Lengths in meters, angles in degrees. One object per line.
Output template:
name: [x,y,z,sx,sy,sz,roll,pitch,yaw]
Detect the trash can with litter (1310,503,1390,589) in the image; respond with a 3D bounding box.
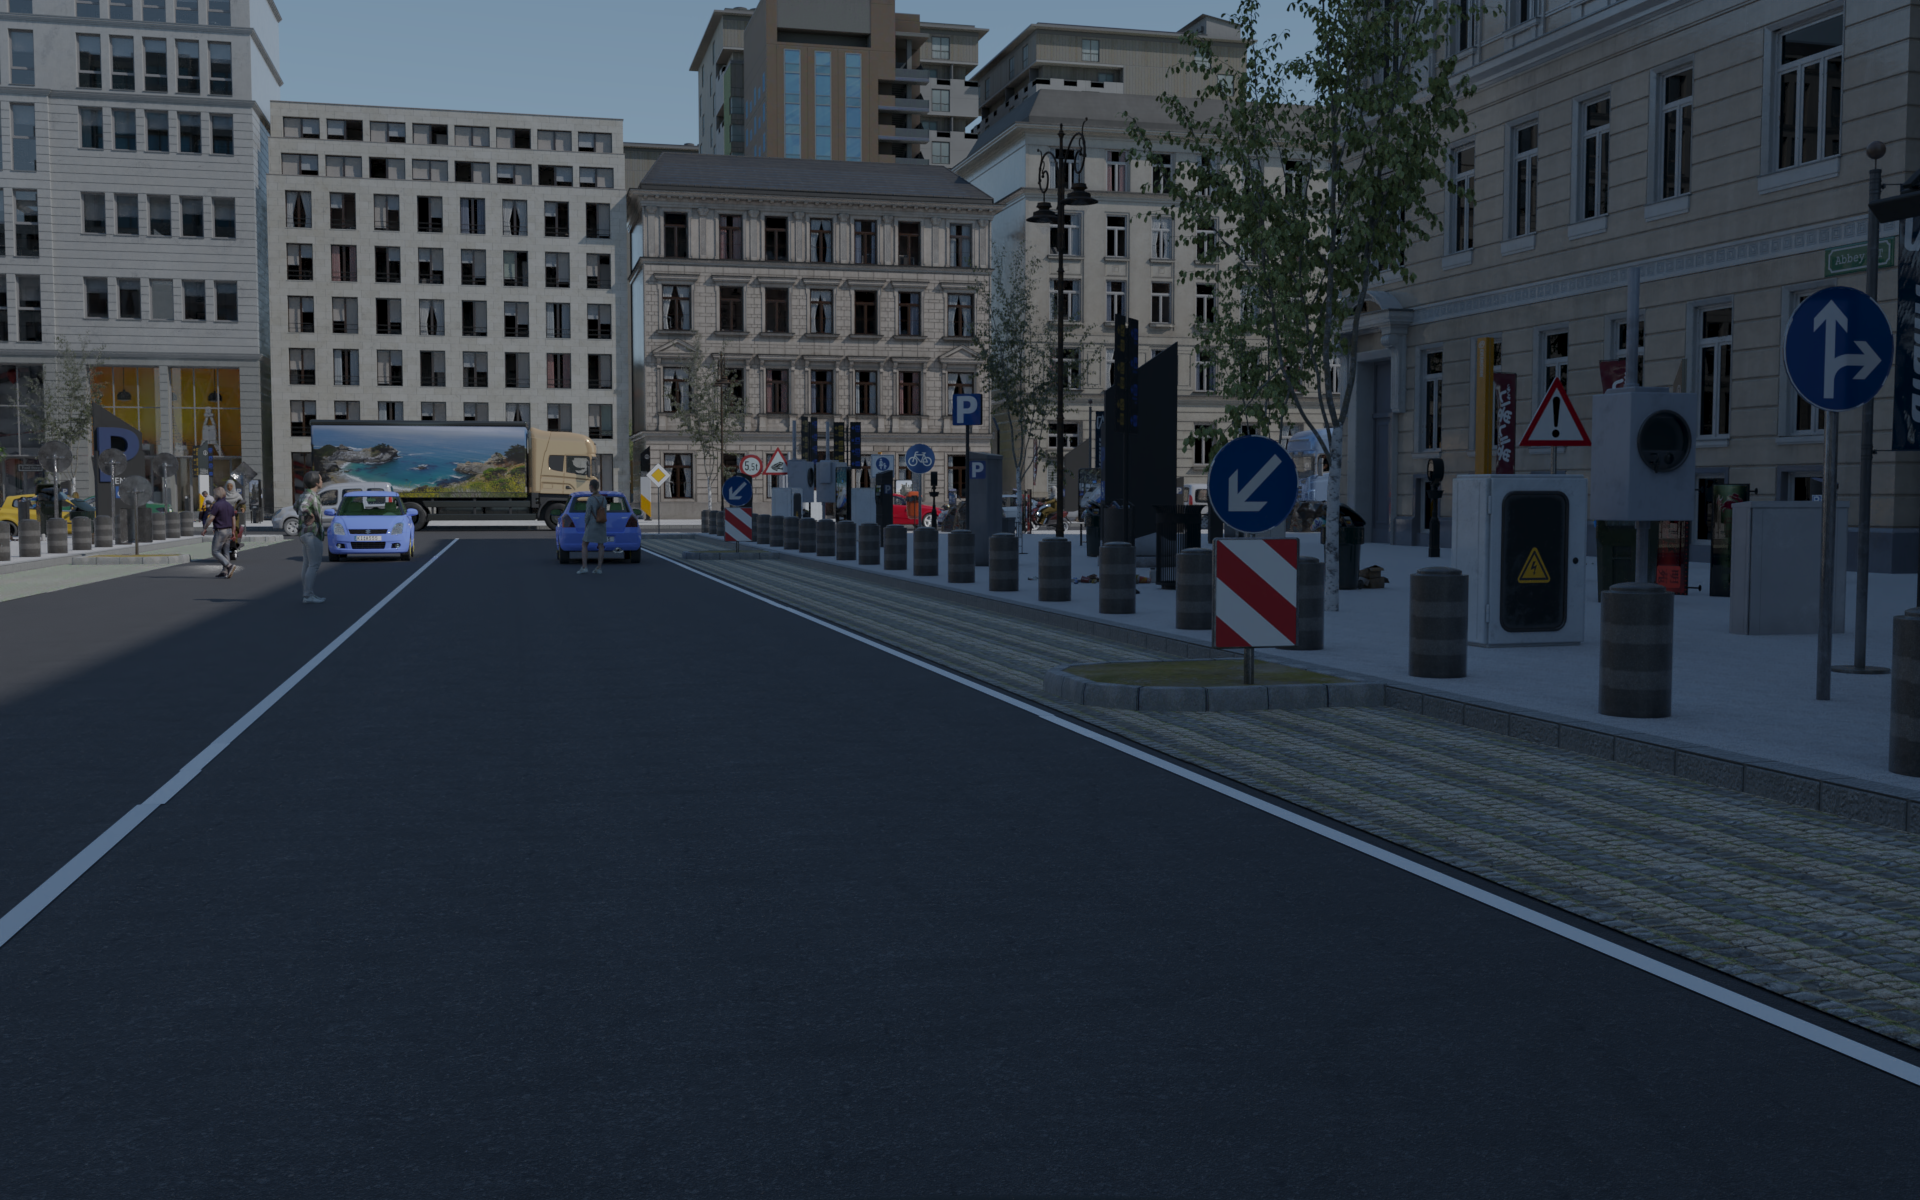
trash can with litter: [5.309,-0.741,23.504,1.055,1.170,0.624,-3,4,-38]

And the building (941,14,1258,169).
building: [14.984,-37.190,197.298,27.495,52.752,28.713,-1,4,-15]

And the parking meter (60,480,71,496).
parking meter: [-37.605,-4.105,72.825,0.399,1.863,0.255,-1,4,-13]

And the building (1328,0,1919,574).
building: [18.537,-15.413,37.905,13.634,28.700,20.117,-1,4,-15]

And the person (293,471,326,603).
person: [-8.595,-0.836,22.894,0.376,1.734,0.841,-1,4,-23]

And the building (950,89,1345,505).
building: [15.395,-16.468,102.538,30.059,22.955,16.112,-1,4,-15]

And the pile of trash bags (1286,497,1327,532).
pile of trash bags: [11.212,-2.979,58.451,3.447,1.369,1.912,0,4,-1]

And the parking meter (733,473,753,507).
parking meter: [-5.875,-2.543,47.292,0.399,1.863,0.255,-3,5,-44]

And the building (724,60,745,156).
building: [-15.990,-29.655,168.454,14.154,41.232,14.086,-1,4,-15]

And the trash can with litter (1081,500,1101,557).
trash can with litter: [3.045,-1.470,35.430,1.055,1.170,0.624,-1,4,-10]

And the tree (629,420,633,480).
tree: [-25.869,-11.501,138.401,4.737,8.622,4.395,0,3,0]

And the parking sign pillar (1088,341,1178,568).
parking sign pillar: [3.172,-2.585,30.742,1.447,3.967,1.447,0,4,-7]

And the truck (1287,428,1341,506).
truck: [21.247,-4.821,68.582,18.799,4.110,2.967,-1,4,-14]

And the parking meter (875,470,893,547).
parking meter: [-1.830,-2.209,41.823,0.399,1.863,0.255,-3,5,-40]

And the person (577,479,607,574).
person: [-6.568,-1.327,31.194,0.522,1.701,0.512,3,4,36]

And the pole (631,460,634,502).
pole: [-19.601,-6.718,103.684,0.158,3.312,0.155,0,3,0]

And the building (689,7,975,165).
building: [-13.706,-36.752,190.135,28.713,52.752,27.495,-1,4,-15]

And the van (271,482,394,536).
van: [-21.625,-3.236,59.919,4.112,2.044,2.013,-1,4,-14]

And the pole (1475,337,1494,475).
pole: [6.847,-1.762,22.656,0.158,3.312,0.155,0,3,0]

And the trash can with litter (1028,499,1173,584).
trash can with litter: [2.045,-0.874,25.341,2.233,1.210,1.678,3,4,37]

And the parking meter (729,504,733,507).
parking meter: [-10.568,-4.607,81.029,0.399,1.863,0.255,-3,5,-43]

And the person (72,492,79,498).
person: [-31.582,-3.114,61.963,0.613,1.512,0.480,2,4,30]

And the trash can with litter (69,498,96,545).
trash can with litter: [-22.152,-2.006,44.183,1.055,1.170,0.624,1,4,14]

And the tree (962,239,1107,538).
tree: [1.839,-6.091,49.943,4.360,8.622,3.978,0,3,0]

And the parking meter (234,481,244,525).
parking meter: [-29.956,-4.049,71.906,0.399,1.863,0.255,-2,4,-29]

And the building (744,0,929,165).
building: [-11.256,-30.819,154.002,14.600,45.320,14.200,-1,4,-15]

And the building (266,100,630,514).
building: [-26.054,-14.364,89.601,16.860,20.320,10.420,-1,4,-15]

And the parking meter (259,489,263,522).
parking meter: [-32.320,-4.365,79.784,0.372,1.533,0.369,0,3,0]

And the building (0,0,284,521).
building: [-48.962,-18.710,83.398,29.804,29.767,11.434,-1,4,-15]

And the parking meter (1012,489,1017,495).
parking meter: [2.578,-4.321,79.058,0.372,1.533,0.369,0,3,0]

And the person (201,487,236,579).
person: [-12.544,-1.142,29.386,0.569,1.553,0.471,-3,4,-38]

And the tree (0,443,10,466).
tree: [-20.944,-2.553,36.346,1.663,3.219,1.824,0,3,0]

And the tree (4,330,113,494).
tree: [-39.863,-7.768,77.368,4.360,8.622,3.978,0,3,0]

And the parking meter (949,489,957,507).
parking meter: [-0.344,-4.412,80.555,0.372,1.533,0.369,0,3,0]

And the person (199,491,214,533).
person: [-27.519,-3.218,63.327,0.590,1.554,0.614,1,4,9]

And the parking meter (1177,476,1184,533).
parking meter: [7.183,-3.152,57.253,0.399,1.863,0.255,-1,4,-11]

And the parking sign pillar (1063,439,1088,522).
parking sign pillar: [5.478,-5.661,81.033,1.447,3.967,1.447,-1,4,-14]

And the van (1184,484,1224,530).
van: [10.791,-3.832,69.672,4.112,2.044,2.013,-1,4,-14]

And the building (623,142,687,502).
building: [-46.292,-40.849,257.127,27.495,52.752,28.713,-1,4,-15]

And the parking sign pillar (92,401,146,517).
parking sign pillar: [-24.618,-3.808,50.740,1.447,3.967,1.447,-3,4,-37]

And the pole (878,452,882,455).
pole: [-3.886,-5.530,84.251,0.158,3.312,0.155,0,3,0]

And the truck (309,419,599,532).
truck: [-19.147,-4.801,67.411,11.283,4.237,2.839,-1,4,-13]

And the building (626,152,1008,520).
building: [-8.201,-13.955,92.785,19.286,19.102,10.561,-1,4,-15]

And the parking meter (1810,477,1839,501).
parking meter: [12.576,-1.029,25.236,0.372,1.533,0.369,0,3,0]

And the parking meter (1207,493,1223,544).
parking meter: [6.593,-2.388,44.762,0.399,1.863,0.255,0,4,-7]

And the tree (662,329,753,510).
tree: [-11.120,-7.731,76.761,4.360,8.622,3.978,0,3,0]

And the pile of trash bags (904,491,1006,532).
pile of trash bags: [-0.157,-2.971,58.323,3.447,1.369,1.912,-1,4,-9]
